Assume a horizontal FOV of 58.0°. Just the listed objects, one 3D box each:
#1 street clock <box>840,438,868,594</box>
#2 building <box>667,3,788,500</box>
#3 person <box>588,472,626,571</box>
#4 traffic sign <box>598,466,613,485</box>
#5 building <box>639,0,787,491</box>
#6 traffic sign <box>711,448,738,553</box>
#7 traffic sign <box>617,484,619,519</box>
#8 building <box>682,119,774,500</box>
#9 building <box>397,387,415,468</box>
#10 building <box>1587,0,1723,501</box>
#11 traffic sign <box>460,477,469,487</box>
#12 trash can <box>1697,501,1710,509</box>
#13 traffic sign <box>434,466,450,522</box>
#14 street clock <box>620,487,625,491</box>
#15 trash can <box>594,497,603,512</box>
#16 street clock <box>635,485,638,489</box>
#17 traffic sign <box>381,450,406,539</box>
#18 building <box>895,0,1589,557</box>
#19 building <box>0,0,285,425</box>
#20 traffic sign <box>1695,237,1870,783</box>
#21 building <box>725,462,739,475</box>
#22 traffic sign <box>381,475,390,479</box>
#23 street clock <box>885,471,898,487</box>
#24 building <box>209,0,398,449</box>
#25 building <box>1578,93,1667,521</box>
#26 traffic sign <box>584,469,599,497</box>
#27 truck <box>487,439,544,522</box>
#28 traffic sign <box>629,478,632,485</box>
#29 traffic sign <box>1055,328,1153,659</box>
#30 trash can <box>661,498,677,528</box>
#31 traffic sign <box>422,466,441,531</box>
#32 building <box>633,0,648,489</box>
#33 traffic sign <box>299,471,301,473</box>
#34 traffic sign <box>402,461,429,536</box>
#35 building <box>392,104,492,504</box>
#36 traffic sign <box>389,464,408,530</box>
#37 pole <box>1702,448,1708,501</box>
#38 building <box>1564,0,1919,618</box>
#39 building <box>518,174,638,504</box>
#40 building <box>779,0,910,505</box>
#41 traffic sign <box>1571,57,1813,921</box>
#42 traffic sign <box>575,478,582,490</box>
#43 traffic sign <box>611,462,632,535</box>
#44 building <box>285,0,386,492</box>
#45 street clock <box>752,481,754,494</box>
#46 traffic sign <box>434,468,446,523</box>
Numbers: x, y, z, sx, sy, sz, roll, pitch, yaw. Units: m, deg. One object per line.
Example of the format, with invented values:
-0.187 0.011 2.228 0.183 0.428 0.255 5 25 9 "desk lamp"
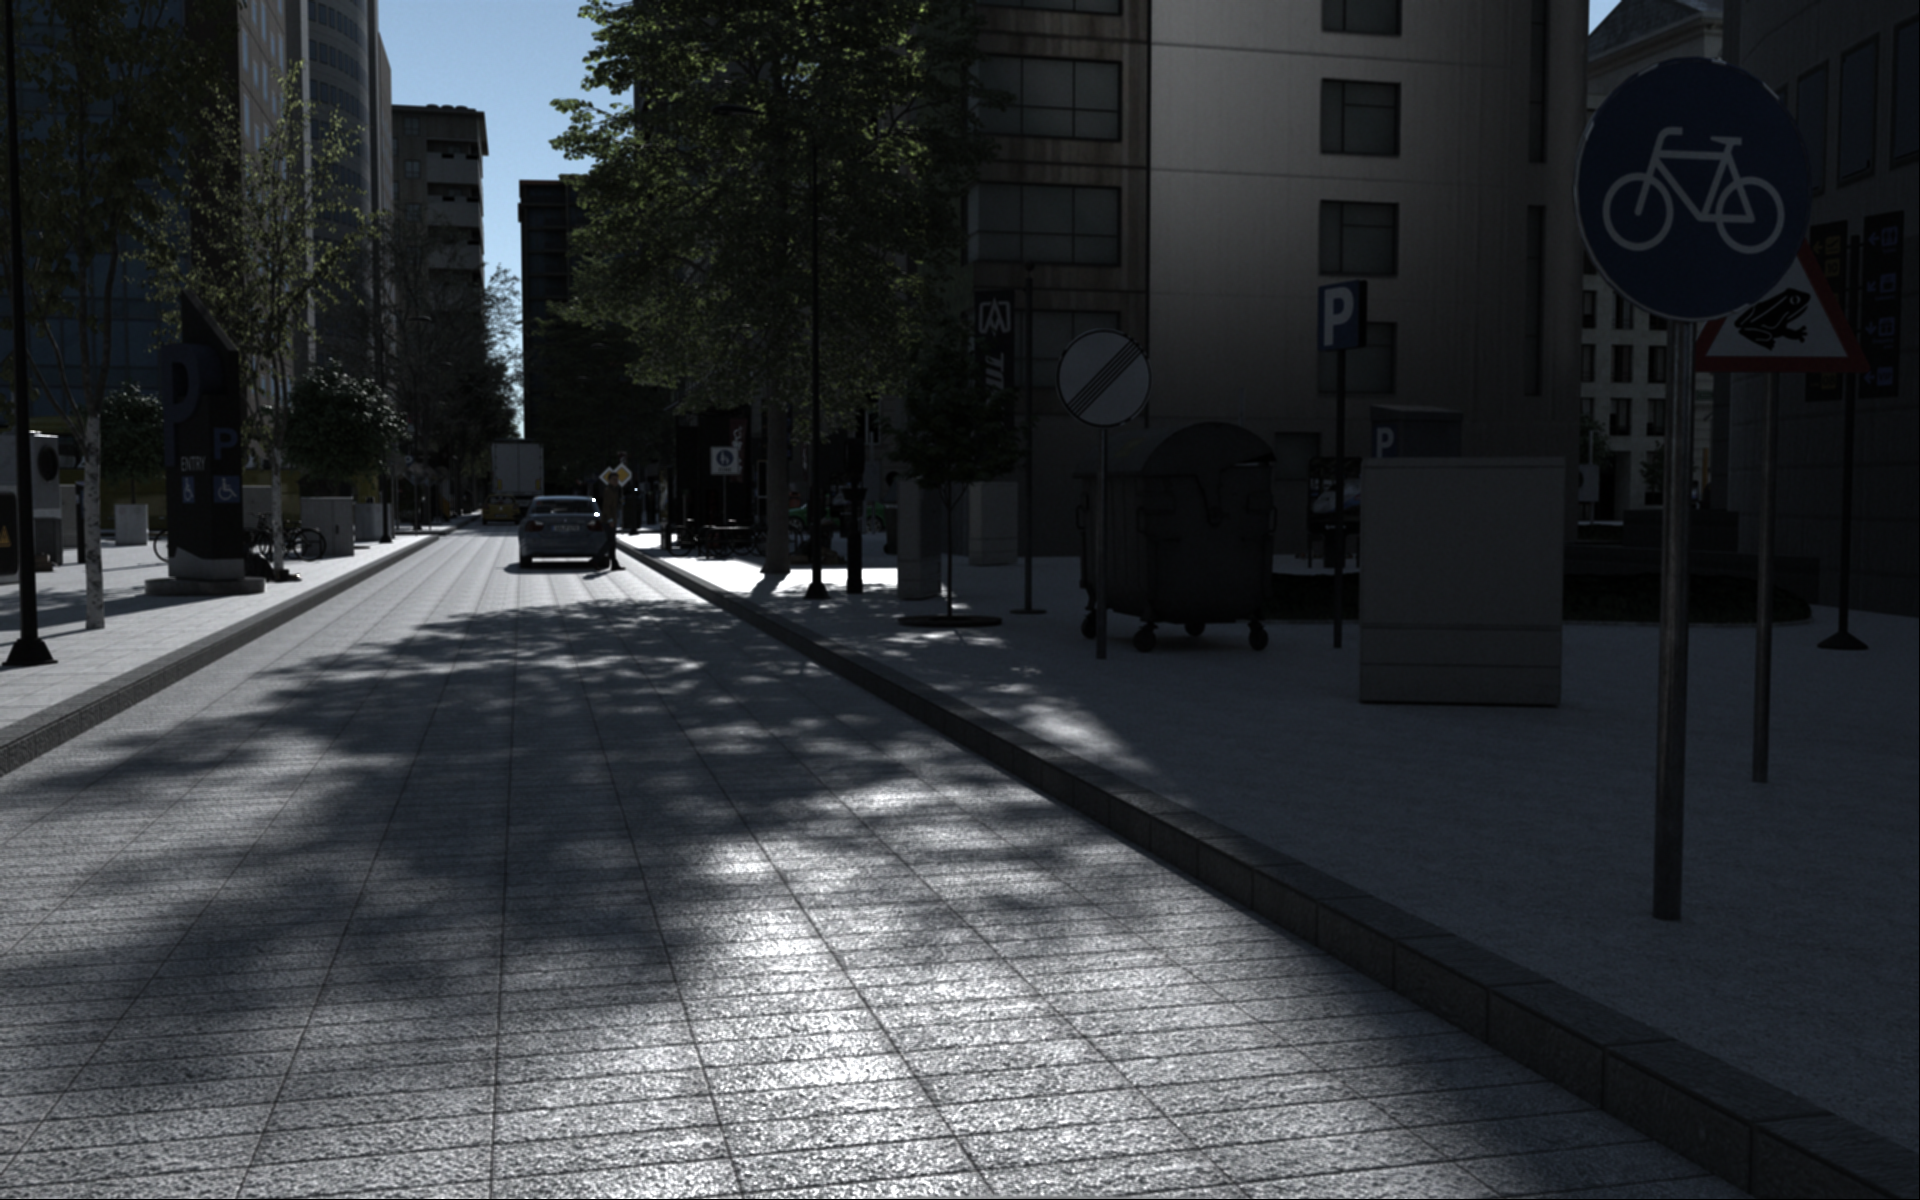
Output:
-1.360 -1.085 22.309 0.358 2.002 0.471 -1 4 -10 "street clock"
-17.876 -28.402 147.964 14.154 41.232 14.086 -1 4 -14 "building"
-6.559 -1.464 32.340 0.656 1.842 0.836 3 5 45 "person"
-12.572 -3.580 62.172 0.795 2.450 0.064 -1 4 -14 "traffic sign"
-19.069 -33.175 166.111 21.300 48.544 21.600 -1 4 -14 "building"
-5.085 -2.163 37.495 0.606 2.300 0.079 -1 4 -9 "traffic sign"
-17.929 -5.545 90.774 0.768 2.556 0.104 -1 4 -11 "traffic sign"
-8.754 -20.880 117.808 17.030 29.872 44.131 -1 4 -14 "building"
-74.446 -53.112 181.054 31.000 86.520 22.319 -1 4 -14 "building"
44.296 -18.557 90.792 23.554 28.519 14.401 -1 4 -14 "building"
-36.562 -7.795 127.556 0.768 2.556 0.104 -1 4 -13 "traffic sign"
16.239 -1.567 37.280 0.748 1.137 0.748 0 3 0 "trash can"
-23.673 -4.828 79.051 0.768 2.556 0.104 0 4 -5 "traffic sign"
-25.472 -7.813 132.314 0.358 2.002 0.471 3 5 44 "street clock"
-16.525 -4.175 79.909 0.748 1.137 0.748 0 3 0 "trash can"
-25.499 -8.015 135.608 0.471 2.002 0.358 -2 4 -24 "street clock"
-16.229 -3.023 49.529 0.768 2.556 0.104 -1 4 -9 "traffic sign"
5.406 -21.927 42.098 14.154 41.232 14.086 -1 4 -14 "building"
-35.810 -25.721 70.652 14.600 45.320 14.200 -1 4 -14 "building"
3.565 -0.467 7.644 0.884 2.594 0.081 0 4 -7 "traffic sign"
-24.452 -28.527 238.121 14.107 30.474 14.160 -1 4 -14 "building"
-26.628 -4.942 80.911 0.768 2.556 0.104 0 4 -7 "traffic sign"
-2.134 -3.107 55.370 0.471 2.002 0.358 -1 4 -9 "street clock"
-61.346 -31.449 164.297 14.600 45.320 14.200 -1 4 -14 "building"
24.989 -14.081 84.974 16.860 20.320 10.420 -1 4 -14 "building"
-18.477 -5.307 86.872 0.768 2.556 0.104 -1 4 -10 "traffic sign"
-23.943 -6.384 93.289 2.839 4.237 11.283 -1 4 -16 "truck"
-16.726 -5.195 87.065 0.606 2.300 0.079 -1 4 -10 "traffic sign"
1.103 -0.815 13.427 0.768 2.556 0.104 -1 4 -9 "traffic sign"
-10.396 -3.079 61.992 0.748 1.137 0.748 0 3 0 "trash can"
-18.584 -3.489 60.682 0.795 2.450 0.064 -1 4 -14 "traffic sign"
-24.959 -39.631 189.962 21.231 58.520 28.212 -1 4 -14 "building"
-18.940 -3.082 50.503 0.768 2.556 0.104 -1 4 -13 "traffic sign"
-16.631 -3.015 52.939 0.795 2.450 0.064 -1 4 -14 "traffic sign"
-75.272 -39.368 232.911 27.495 52.752 28.713 -1 4 -14 "building"
-20.105 -3.776 61.844 0.768 2.556 0.104 0 4 -7 "traffic sign"
32.967 -5.066 76.670 0.158 3.312 0.155 0 3 0 "pole"
20.574 -28.953 15.379 21.231 58.520 28.212 -1 4 -14 "building"
-46.730 -35.554 235.930 28.867 44.769 22.147 -1 4 -14 "building"
4.653 -17.268 79.602 25.104 27.353 12.463 -1 4 -14 "building"
2.141 -0.310 5.167 0.768 2.556 0.104 -1 4 -10 "traffic sign"
-22.394 -6.273 102.672 0.768 2.556 0.104 -1 4 -12 "traffic sign"
-10.619 -3.106 54.428 0.795 2.450 0.064 -1 4 -14 "traffic sign"
-59.501 -36.687 141.836 21.231 58.520 28.212 -1 4 -14 "building"
-10.880 -5.379 92.521 0.358 2.002 0.471 3 5 44 "street clock"
-23.317 -4.650 77.208 0.795 2.450 0.064 -1 4 -12 "traffic sign"
